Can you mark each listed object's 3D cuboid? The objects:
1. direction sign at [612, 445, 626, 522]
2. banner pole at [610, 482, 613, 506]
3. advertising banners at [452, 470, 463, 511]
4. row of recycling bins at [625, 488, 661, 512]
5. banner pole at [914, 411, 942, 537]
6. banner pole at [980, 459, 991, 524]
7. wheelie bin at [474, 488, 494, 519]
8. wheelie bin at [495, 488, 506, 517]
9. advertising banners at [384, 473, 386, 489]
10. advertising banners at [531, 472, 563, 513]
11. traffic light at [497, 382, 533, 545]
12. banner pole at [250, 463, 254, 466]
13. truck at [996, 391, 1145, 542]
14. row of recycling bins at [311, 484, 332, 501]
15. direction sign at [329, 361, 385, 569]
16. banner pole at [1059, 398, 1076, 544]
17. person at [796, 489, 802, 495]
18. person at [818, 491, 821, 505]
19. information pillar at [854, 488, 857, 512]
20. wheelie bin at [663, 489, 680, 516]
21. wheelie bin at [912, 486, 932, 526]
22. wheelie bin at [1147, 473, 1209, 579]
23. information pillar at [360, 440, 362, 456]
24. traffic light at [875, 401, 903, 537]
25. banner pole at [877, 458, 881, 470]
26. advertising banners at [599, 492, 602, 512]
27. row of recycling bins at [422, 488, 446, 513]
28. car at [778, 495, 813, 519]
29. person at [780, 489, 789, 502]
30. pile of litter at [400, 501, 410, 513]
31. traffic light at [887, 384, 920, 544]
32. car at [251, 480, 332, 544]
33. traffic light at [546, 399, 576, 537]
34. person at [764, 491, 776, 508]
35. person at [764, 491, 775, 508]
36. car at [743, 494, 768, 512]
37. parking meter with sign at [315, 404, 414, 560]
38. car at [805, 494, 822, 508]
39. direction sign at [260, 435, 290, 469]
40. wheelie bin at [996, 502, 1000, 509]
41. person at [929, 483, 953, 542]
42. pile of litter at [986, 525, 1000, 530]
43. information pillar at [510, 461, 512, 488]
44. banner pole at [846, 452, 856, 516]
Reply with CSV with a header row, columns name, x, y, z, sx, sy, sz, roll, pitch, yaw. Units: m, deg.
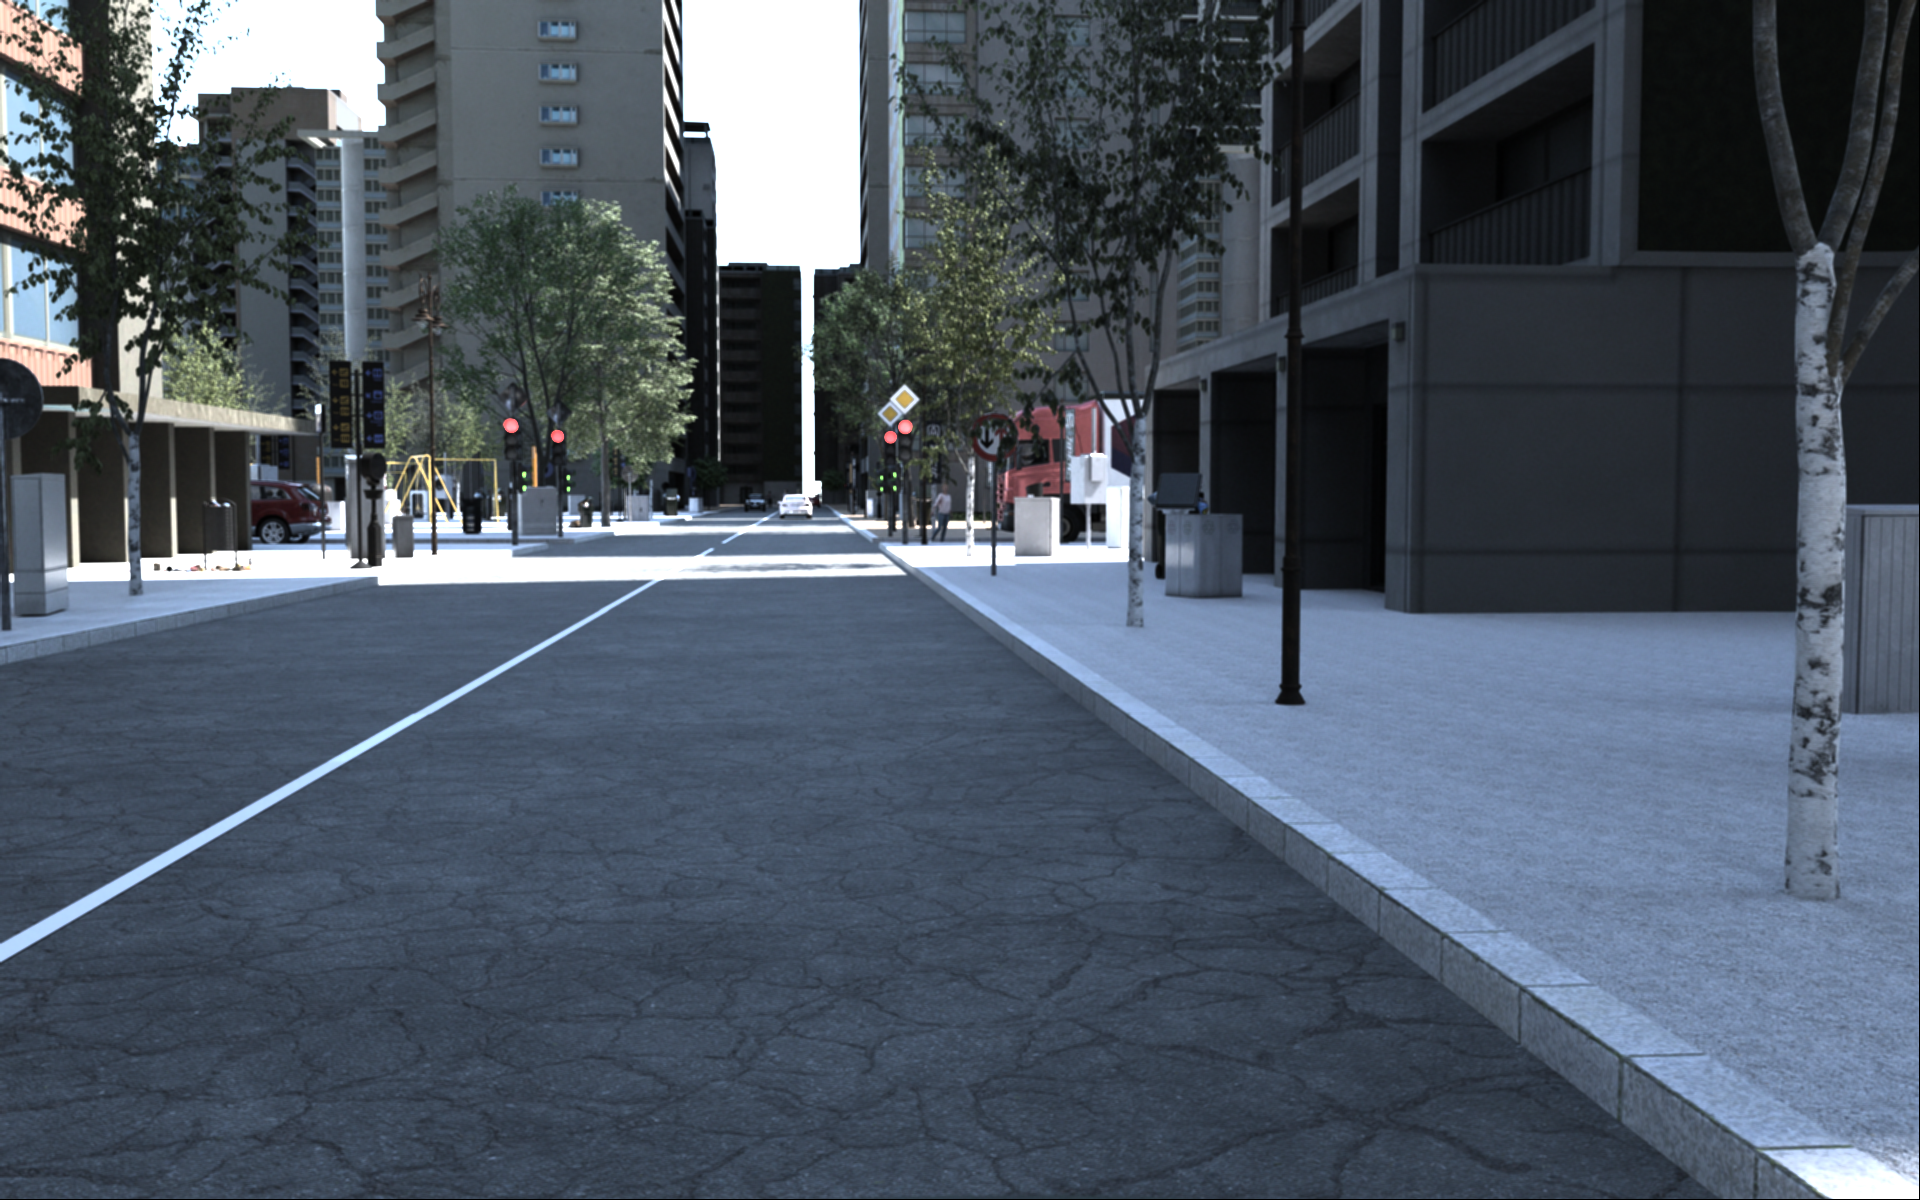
name,x,y,z,sx,sy,sz,roll,pitch,yaw
direction sign,-15.625,-5.348,79.441,0.876,3.537,0.379,3,4,38
banner pole,-24.920,-8.183,123.802,0.401,3.779,0.863,1,4,11
advertising banners,-35.717,-7.778,123.364,0.090,3.025,2.074,1,4,9
row of recycling bins,-22.793,-7.155,124.098,3.534,1.692,1.069,3,4,37
banner pole,-0.946,-3.781,51.833,0.863,3.779,0.401,0,4,-6
banner pole,1.202,-5.139,74.037,0.401,3.779,0.863,-3,5,-44
wheelie bin,-24.278,-4.903,88.071,0.693,1.594,0.980,0,4,5
wheelie bin,-25.552,-5.390,96.039,0.693,1.594,0.980,-2,4,-35
advertising banners,-33.349,-6.338,99.821,0.090,3.025,2.074,0,4,-1
advertising banners,-24.702,-6.557,103.394,2.074,3.025,0.090,1,4,13
traffic light,-11.152,-3.330,43.361,0.839,4.253,0.868,0,4,-5
banner pole,-50.631,-8.158,123.403,0.863,3.779,0.401,0,4,3
truck,6.035,-3.651,48.615,11.283,4.237,2.839,0,4,-5
row of recycling bins,-26.045,-3.863,70.279,1.069,1.692,3.534,-1,4,-17
direction sign,-10.283,-2.301,29.615,0.876,3.537,0.379,-1,4,-19
banner pole,2.752,-3.351,44.810,0.401,3.779,0.863,-2,4,-29
person,-10.365,-6.363,113.210,0.598,1.740,0.731,3,5,43
person,-16.213,-11.639,199.461,0.621,1.740,0.551,-1,4,-17
information pillar,-7.338,-7.128,121.029,0.304,2.012,0.304,0,4,5
wheelie bin,-16.573,-5.599,99.452,0.980,1.594,0.693,0,4,-5
wheelie bin,-1.525,-3.802,70.063,0.980,1.594,0.693,-1,4,-10
wheelie bin,3.315,-1.122,26.250,0.980,1.594,0.693,1,4,21
information pillar,-23.283,-4.639,67.196,0.183,3.616,0.504,-2,4,-31
traffic light,-2.122,-3.869,52.176,0.839,4.253,0.868,0,4,-5
banner pole,-5.592,-7.945,119.917,0.401,3.779,0.863,1,4,23
advertising banners,-24.939,-7.672,121.619,0.090,3.025,2.074,1,4,9
row of recycling bins,-36.768,-6.980,121.239,1.069,1.692,3.534,0,4,0
car,-9.593,-5.424,101.039,2.083,1.381,4.827,0,4,-6
person,-12.251,-6.834,120.586,0.716,1.782,0.532,2,4,32
pile of litter,-36.905,-6.234,115.887,1.719,0.858,1.176,1,4,22
traffic light,-1.428,-3.382,44.220,0.839,4.253,0.868,0,4,-5
car,-20.076,-2.379,47.568,5.304,1.827,2.281,0,4,-3
traffic light,-11.845,-3.816,51.316,0.839,4.253,0.868,0,4,-5
person,-20.205,-10.697,184.127,1.217,1.736,0.721,-1,4,-17
person,-20.086,-10.606,182.622,1.217,1.736,0.721,-1,4,-20
car,-16.732,-8.056,141.500,2.009,1.686,4.222,0,4,-6
parking meter with sign,-11.734,-2.321,34.210,1.738,3.016,0.543,-2,4,-31
car,-15.562,-10.563,181.750,2.155,1.783,4.494,0,4,-3
direction sign,-21.607,-3.834,54.685,0.876,3.537,0.379,0,4,-6
wheelie bin,1.856,-3.972,72.848,0.693,1.594,0.980,1,4,13
person,-0.594,-2.327,47.225,0.598,1.740,0.731,2,4,32
pile of litter,1.645,-2.916,61.644,1.176,0.858,1.719,-2,4,-30
information pillar,-32.228,-8.131,124.304,0.183,3.616,0.504,-1,4,-21
banner pole,-6.347,-6.929,103.298,0.401,3.779,0.863,-1,4,-20
